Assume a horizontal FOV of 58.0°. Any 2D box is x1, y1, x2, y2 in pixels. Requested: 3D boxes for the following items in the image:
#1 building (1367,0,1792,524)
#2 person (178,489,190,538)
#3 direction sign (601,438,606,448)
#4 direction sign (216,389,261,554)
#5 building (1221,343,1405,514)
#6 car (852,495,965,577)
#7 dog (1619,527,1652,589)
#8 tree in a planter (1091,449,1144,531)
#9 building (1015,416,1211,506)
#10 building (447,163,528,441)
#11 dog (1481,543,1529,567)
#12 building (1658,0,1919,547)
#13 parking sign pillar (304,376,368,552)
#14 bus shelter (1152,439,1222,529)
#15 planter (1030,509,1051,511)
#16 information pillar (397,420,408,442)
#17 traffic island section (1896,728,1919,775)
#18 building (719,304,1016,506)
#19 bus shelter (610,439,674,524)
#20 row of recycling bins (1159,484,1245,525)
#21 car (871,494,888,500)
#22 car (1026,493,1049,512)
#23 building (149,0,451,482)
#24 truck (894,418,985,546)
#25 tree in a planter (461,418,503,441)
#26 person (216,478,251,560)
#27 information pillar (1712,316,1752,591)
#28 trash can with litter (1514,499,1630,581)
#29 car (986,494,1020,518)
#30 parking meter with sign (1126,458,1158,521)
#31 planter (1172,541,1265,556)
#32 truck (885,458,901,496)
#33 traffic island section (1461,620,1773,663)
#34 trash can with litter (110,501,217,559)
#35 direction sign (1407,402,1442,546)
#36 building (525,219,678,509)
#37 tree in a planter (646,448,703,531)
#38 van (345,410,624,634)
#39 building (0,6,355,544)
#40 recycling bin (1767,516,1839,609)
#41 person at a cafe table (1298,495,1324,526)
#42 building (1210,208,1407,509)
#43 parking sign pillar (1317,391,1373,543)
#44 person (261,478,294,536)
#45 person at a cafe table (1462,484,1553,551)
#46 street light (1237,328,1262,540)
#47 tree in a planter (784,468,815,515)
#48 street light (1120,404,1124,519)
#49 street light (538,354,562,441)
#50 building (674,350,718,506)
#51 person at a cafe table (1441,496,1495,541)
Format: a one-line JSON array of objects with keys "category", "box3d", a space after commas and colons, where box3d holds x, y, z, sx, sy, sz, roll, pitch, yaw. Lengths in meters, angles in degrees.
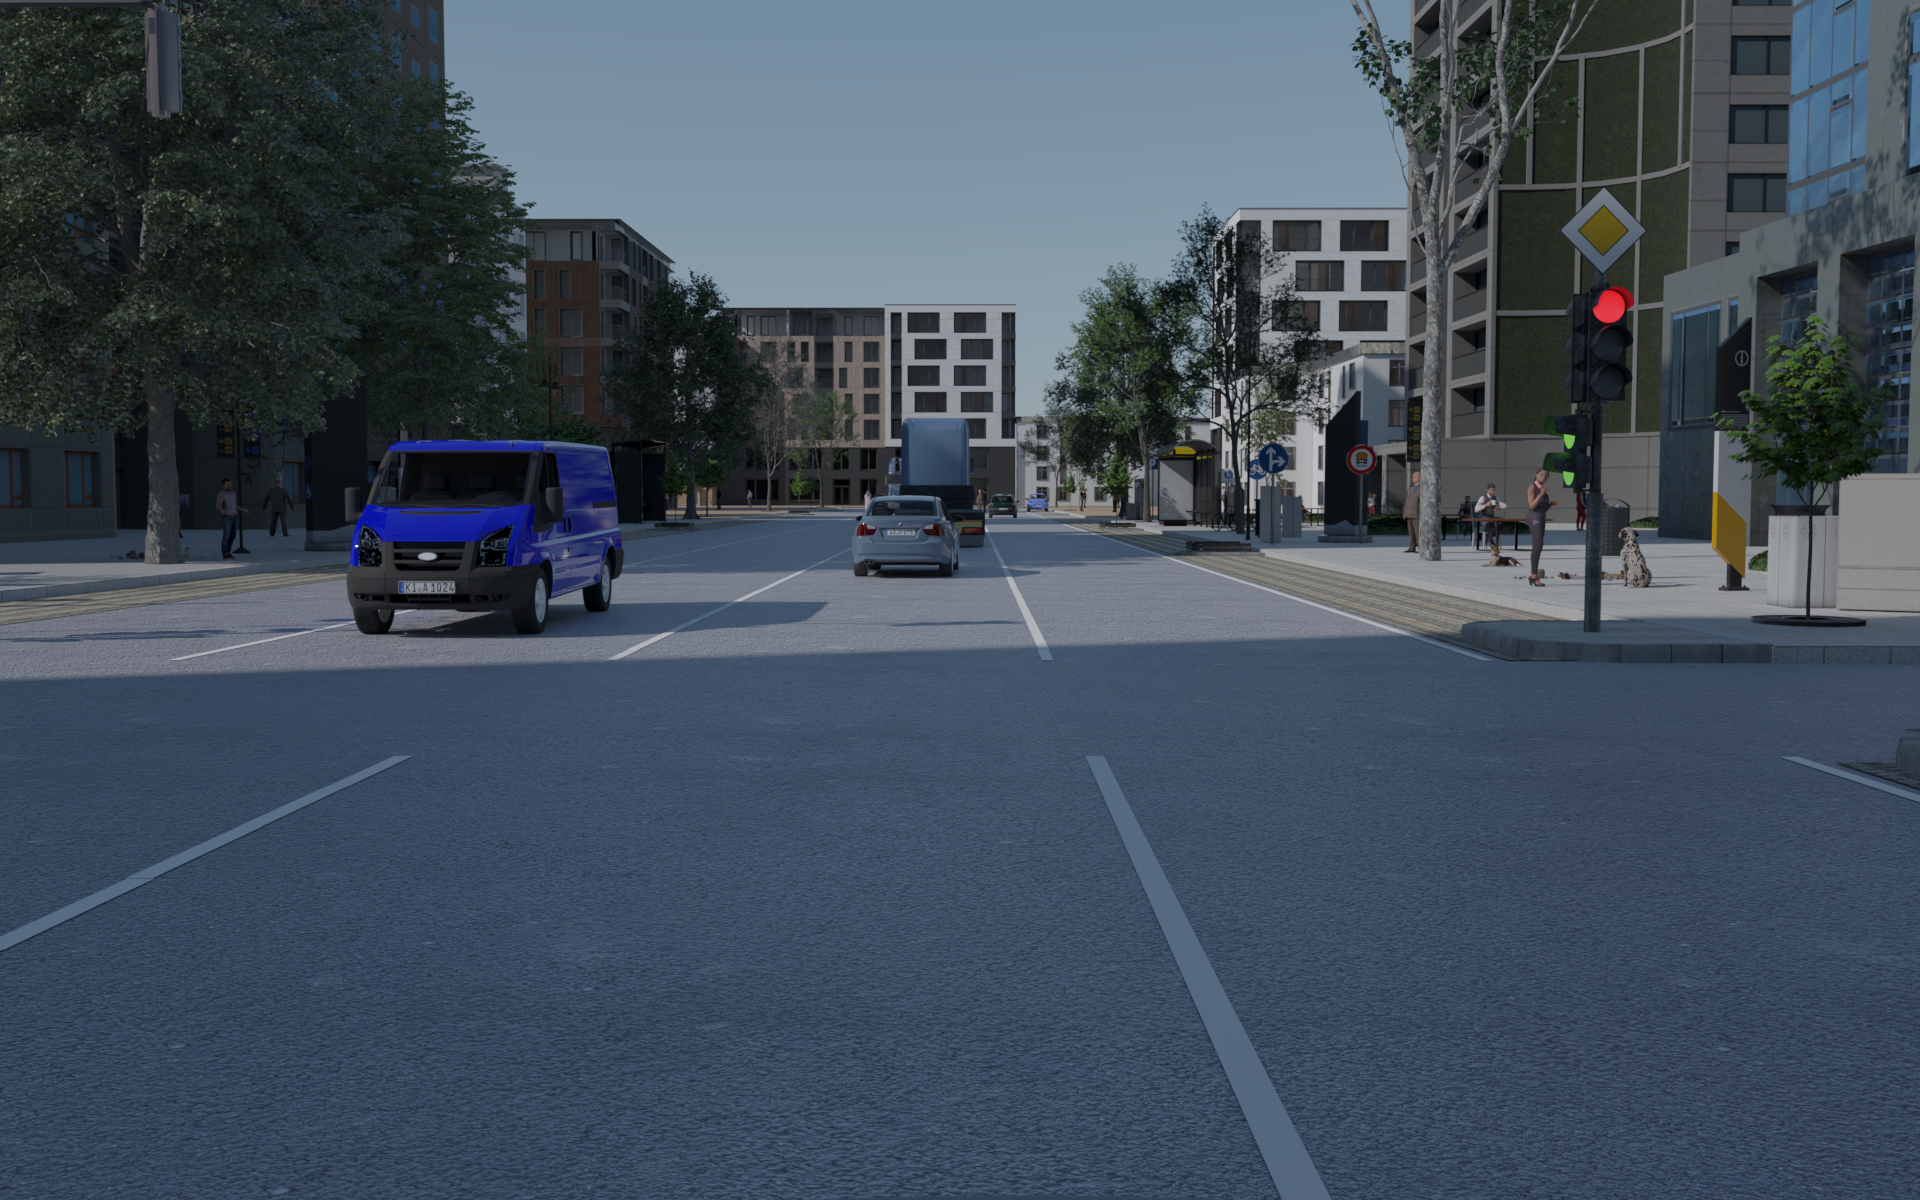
[{"category": "building", "box3d": [31.090, -39.138, 78.153, 20.563, 71.187, 20.611, 0, 4, 0]}, {"category": "person", "box3d": [-22.615, -2.506, 50.250, 0.421, 1.427, 0.697, 1, 4, 16]}, {"category": "direction sign", "box3d": [-14.494, -4.807, 70.589, 0.379, 3.537, 0.876, 0, 4, -1]}, {"category": "direction sign", "box3d": [-15.547, -2.775, 37.368, 0.876, 3.537, 0.379, -2, 4, -29]}, {"category": "building", "box3d": [23.121, -10.277, 110.181, 9.099, 9.664, 28.070, 0, 4, 0]}, {"category": "car", "box3d": [-0.936, -1.186, 31.398, 2.014, 1.417, 4.499, 0, 4, 2]}, {"category": "dog", "box3d": [9.238, -0.577, 23.814, 0.513, 0.831, 0.800, 2, 4, 32]}, {"category": "tree in a planter", "box3d": [6.179, -4.344, 68.253, 1.991, 3.239, 1.994, 0, 4, 0]}, {"category": "building", "box3d": [20.110, -15.243, 191.373, 28.070, 9.664, 9.099, 0, 4, 0]}, {"category": "building", "box3d": [-32.997, -14.730, 97.255, 16.016, 20.091, 11.380, 0, 4, 0]}, {"category": "dog", "box3d": [9.630, -0.787, 30.600, 0.748, 0.427, 0.550, 3, 4, 36]}, {"category": "building", "box3d": [34.720, -44.400, 38.608, 31.000, 86.520, 22.319, 0, 4, 0]}, {"category": "parking sign pillar", "box3d": [-14.138, -3.106, 39.250, 1.447, 3.967, 1.447, -3, 5, -42]}, {"category": "bus shelter", "box3d": [8.659, -4.444, 66.579, 2.014, 3.302, 5.546, 0, 4, 0]}, {"category": "planter", "box3d": [6.593, -7.598, 145.371, 1.991, 0.319, 1.994, 0, 4, 0]}, {"category": "information pillar", "box3d": [-17.408, -3.841, 54.148, 0.183, 3.616, 0.504, 1, 4, 10]}, {"category": "traffic island section", "box3d": [5.864, 0.865, 8.140, 2.009, 0.180, 2.903, 0, 4, 0]}, {"category": "building", "box3d": [-10.199, -21.791, 200.262, 32.646, 21.610, 27.936, 0, 4, 0]}, {"category": "bus shelter", "box3d": [-14.046, -5.225, 76.708, 1.731, 3.624, 6.357, 0, 3, 0]}, {"category": "row of recycling bins", "box3d": [10.010, -3.953, 71.745, 3.534, 1.692, 1.069, 1, 4, 10]}, {"category": "car", "box3d": [-7.431, -9.336, 162.435, 2.009, 1.686, 4.222, 0, 4, 1]}, {"category": "car", "box3d": [6.277, -7.988, 140.199, 1.945, 1.707, 3.694, 0, 4, 0]}, {"category": "building", "box3d": [-31.954, -26.110, 77.016, 14.600, 45.320, 14.200, 0, 4, 0]}, {"category": "truck", "box3d": [-0.744, -4.013, 55.367, 2.967, 4.110, 18.799, 0, 4, -1]}, {"category": "tree in a planter", "box3d": [-11.338, -2.664, 40.784, 1.991, 3.239, 1.994, 0, 4, 0]}, {"category": "person", "box3d": [-14.295, -1.582, 33.871, 0.435, 1.587, 0.963, 0, 4, 6]}, {"category": "information pillar", "box3d": [10.201, -1.928, 22.873, 0.504, 3.616, 0.183, -1, 4, -15]}, {"category": "trash can with litter", "box3d": [9.480, -0.935, 26.351, 2.233, 1.210, 1.678, 0, 3, 0]}, {"category": "car", "box3d": [2.573, -5.757, 103.918, 2.009, 1.686, 4.222, 0, 4, 1]}, {"category": "parking meter with sign", "box3d": [8.805, -5.371, 84.077, 1.738, 3.016, 0.543, -3, 5, -41]}, {"category": "planter", "box3d": [6.030, -1.201, 40.783, 1.991, 0.319, 1.994, 0, 4, 0]}, {"category": "truck", "box3d": [-3.929, -8.904, 135.345, 2.967, 4.110, 18.799, 0, 4, 1]}, {"category": "traffic island section", "box3d": [5.906, 0.377, 16.125, 2.009, 0.180, 2.903, 0, 4, 0]}, {"category": "trash can with litter", "box3d": [-16.148, -1.446, 34.699, 2.233, 1.210, 1.678, 2, 4, 33]}, {"category": "direction sign", "box3d": [11.416, -3.099, 42.660, 0.876, 3.537, 0.379, -1, 4, -8]}, {"category": "building", "box3d": [-41.384, -18.273, 142.734, 32.646, 21.610, 27.936, 0, 4, 0]}, {"category": "tree in a planter", "box3d": [-11.187, -4.331, 68.039, 1.991, 3.239, 1.994, 0, 4, 0]}, {"category": "van", "box3d": [-5.232, -0.925, 19.514, 2.240, 2.365, 5.245, 0, 4, 0]}, {"category": "building", "box3d": [-38.617, -12.919, 56.268, 27.650, 21.520, 28.899, 0, 4, 0]}, {"category": "recycling bin", "box3d": [9.701, -0.439, 19.735, 0.722, 1.027, 0.722, 0, 4, 4]}, {"category": "person at a cafe table", "box3d": [13.976, -3.584, 69.456, 1.698, 1.238, 1.726, -2, 4, -32]}, {"category": "building", "box3d": [33.902, -18.109, 140.060, 27.936, 21.610, 32.646, 0, 4, 0]}, {"category": "parking sign pillar", "box3d": [10.240, -3.514, 45.929, 1.447, 3.967, 1.447, -2, 4, -26]}, {"category": "person", "box3d": [-20.601, -2.797, 52.333, 0.990, 1.755, 0.434, 0, 4, 1]}, {"category": "person at a cafe table", "box3d": [12.240, -1.885, 39.339, 1.698, 1.524, 1.622, -1, 4, -18]}, {"category": "street light", "box3d": [8.046, -4.613, 48.214, 0.468, 5.910, 1.993, 0, 4, 0]}, {"category": "tree in a planter", "box3d": [-10.927, -7.383, 117.932, 1.991, 3.239, 1.994, 0, 4, 0]}, {"category": "street light", "box3d": [8.343, -7.121, 89.223, 0.468, 5.910, 1.993, 0, 4, 0]}, {"category": "street light", "box3d": [-13.576, -5.180, 57.485, 0.468, 5.910, 1.993, 0, 4, 0]}, {"category": "building", "box3d": [-32.244, -20.672, 194.411, 11.380, 20.091, 16.016, 0, 4, 0]}, {"category": "person at a cafe table", "box3d": [14.020, -2.290, 48.301, 1.698, 1.238, 1.726, 2, 4, 34]}]
